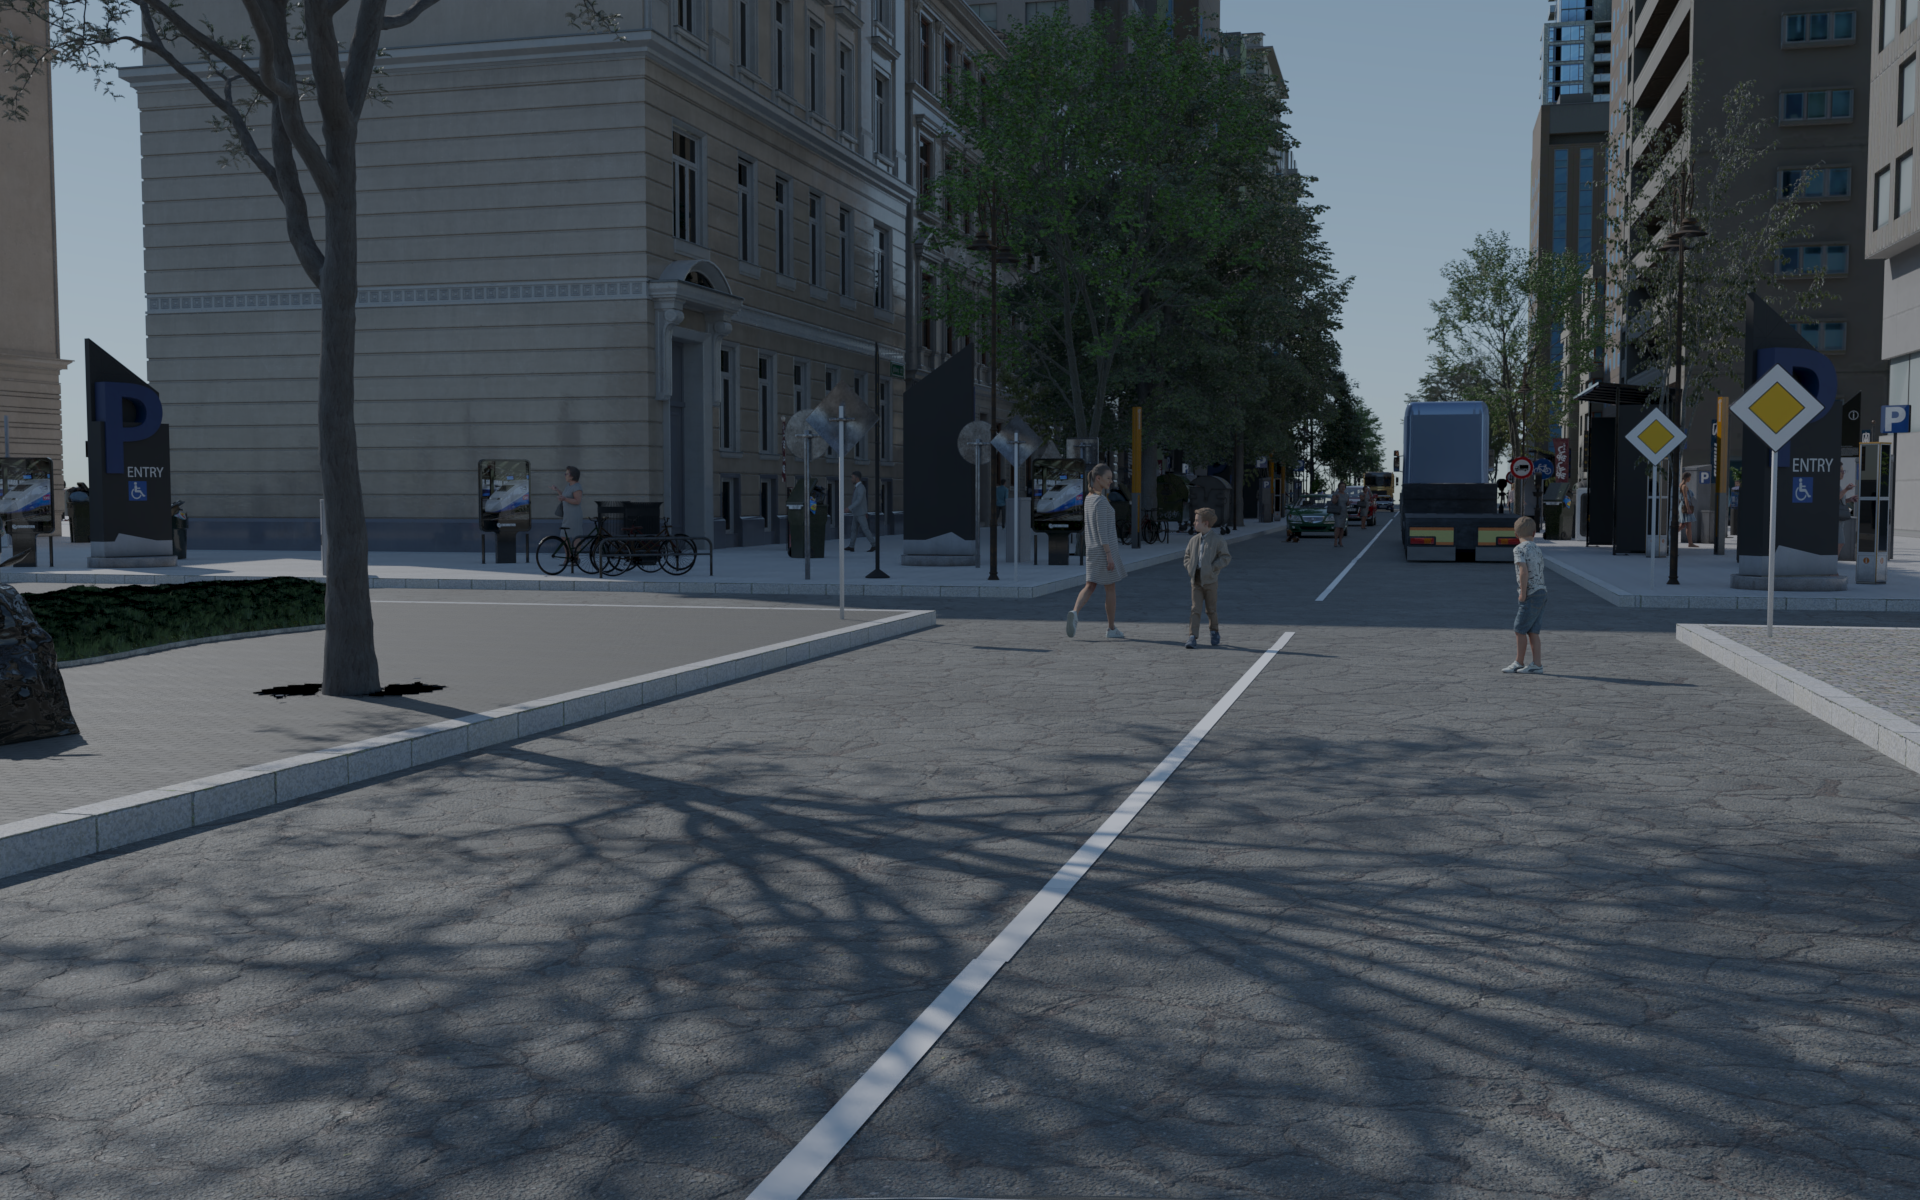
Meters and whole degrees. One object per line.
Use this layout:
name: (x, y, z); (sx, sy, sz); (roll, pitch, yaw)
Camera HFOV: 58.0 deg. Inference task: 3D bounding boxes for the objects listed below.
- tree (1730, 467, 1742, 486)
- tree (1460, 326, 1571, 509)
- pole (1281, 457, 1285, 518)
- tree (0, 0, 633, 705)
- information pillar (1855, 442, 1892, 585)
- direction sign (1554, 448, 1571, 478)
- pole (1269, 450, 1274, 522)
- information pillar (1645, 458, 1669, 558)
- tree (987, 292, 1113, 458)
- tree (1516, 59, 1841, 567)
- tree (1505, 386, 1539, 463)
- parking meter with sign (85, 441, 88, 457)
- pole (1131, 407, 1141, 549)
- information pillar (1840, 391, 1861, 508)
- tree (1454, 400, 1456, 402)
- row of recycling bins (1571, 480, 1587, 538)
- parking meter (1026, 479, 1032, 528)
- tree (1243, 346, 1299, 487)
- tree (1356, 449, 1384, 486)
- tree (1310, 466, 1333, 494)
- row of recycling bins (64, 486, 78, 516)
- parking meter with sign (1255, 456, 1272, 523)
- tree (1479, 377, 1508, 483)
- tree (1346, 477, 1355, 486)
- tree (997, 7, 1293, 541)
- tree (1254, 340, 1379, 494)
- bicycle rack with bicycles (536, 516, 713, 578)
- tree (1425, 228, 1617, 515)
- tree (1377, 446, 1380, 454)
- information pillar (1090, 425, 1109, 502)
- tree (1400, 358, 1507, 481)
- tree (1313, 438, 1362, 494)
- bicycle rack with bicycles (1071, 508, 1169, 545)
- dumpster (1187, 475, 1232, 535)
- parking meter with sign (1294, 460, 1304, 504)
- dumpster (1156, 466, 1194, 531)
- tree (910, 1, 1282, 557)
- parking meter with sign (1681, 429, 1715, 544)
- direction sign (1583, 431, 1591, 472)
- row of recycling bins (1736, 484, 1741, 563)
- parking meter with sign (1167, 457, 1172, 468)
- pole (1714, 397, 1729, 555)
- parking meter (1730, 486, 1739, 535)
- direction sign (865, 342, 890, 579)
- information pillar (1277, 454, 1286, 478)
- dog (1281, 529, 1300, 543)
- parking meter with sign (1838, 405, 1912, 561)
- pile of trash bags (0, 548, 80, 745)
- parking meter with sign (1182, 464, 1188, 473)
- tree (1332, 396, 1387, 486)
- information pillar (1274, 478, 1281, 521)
tree: (29.934, -4.344, 65.633); (1.663, 3.219, 1.824); (0, 3, 0)
tree: (24.383, -7.611, 74.799); (4.737, 8.622, 4.395); (0, 3, 0)
pole: (17.438, -6.099, 93.559); (0.158, 3.312, 0.155); (0, 3, 0)
tree: (-4.071, -6.143, 10.807); (12.009, 13.543, 11.850); (0, 3, 0)
information pillar: (13.000, -1.233, 24.651); (0.304, 2.012, 0.304); (-2, 4, -34)
direction sign: (29.664, -5.707, 85.305); (0.876, 3.537, 0.379); (-1, 4, -13)
pole: (14.234, -5.221, 79.201); (0.158, 3.312, 0.155); (0, 3, 0)
information pillar: (14.041, -1.858, 34.875); (0.304, 2.012, 0.304); (-3, 5, -39)
tree: (3.120, -6.520, 56.967); (4.737, 8.622, 4.395); (0, 3, 0)
tree: (12.851, -4.901, 30.489); (4.360, 8.622, 3.978); (0, 3, 0)
tree: (42.135, -14.177, 142.166); (12.009, 13.543, 11.850); (0, 3, 0)
parking meter with sign: (-27.640, -3.703, 56.810); (1.738, 3.016, 0.543); (0, 4, -3)
pole: (4.143, -2.862, 40.642); (0.158, 3.312, 0.155); (0, 3, 0)
information pillar: (20.182, -2.937, 39.368); (0.504, 3.616, 0.183); (1, 4, 13)
tree: (27.761, -8.560, 90.315); (4.737, 8.622, 4.395); (0, 3, 0)
row of recycling bins: (18.646, -2.704, 51.317); (1.069, 1.692, 3.534); (1, 4, 20)
parking meter: (2.707, -3.628, 65.028); (0.255, 1.863, 0.399); (-3, 5, -43)
tree: (14.959, -8.208, 84.570); (4.737, 8.622, 4.395); (0, 3, 0)
tree: (52.043, -17.916, 227.332); (8.767, 10.594, 7.601); (-2, 4, -30)
tree: (24.465, -7.583, 118.591); (1.663, 3.219, 1.824); (0, 3, 0)
row of recycling bins: (-52.206, -5.783, 101.668); (1.069, 1.692, 3.534); (-3, 4, -36)
parking meter with sign: (13.753, -5.013, 78.231); (0.543, 3.016, 1.738); (0, 4, -2)
tree: (32.461, -9.503, 105.734); (4.360, 8.622, 3.978); (0, 3, 0)
tree: (36.608, -10.364, 164.054); (1.663, 3.219, 1.824); (0, 3, 0)
tree: (5.063, -8.587, 47.049); (9.857, 13.997, 8.962); (0, 3, 0)
tree: (25.452, -12.746, 125.399); (9.611, 12.733, 9.660); (0, 3, 0)
bicycle rack with bicycles: (-5.285, -0.870, 27.612); (2.925, 0.926, 2.852); (-2, 4, -25)
tree: (22.012, -8.732, 68.530); (9.928, 11.665, 9.643); (0, 3, 0)
tree: (57.515, -17.993, 244.540); (4.360, 8.622, 3.978); (0, 3, 0)
information pillar: (4.320, -3.853, 54.344); (0.504, 3.616, 0.183); (-1, 4, -19)
tree: (45.953, -15.534, 160.638); (9.857, 13.997, 8.962); (0, 3, 0)
tree: (29.974, -11.563, 139.418); (4.360, 8.622, 3.978); (0, 3, 0)
bicycle rack with bicycles: (4.349, -1.928, 44.904); (2.925, 0.926, 2.852); (-3, 5, -42)
dumpster: (7.877, -2.993, 54.697); (1.264, 1.857, 1.865); (1, 4, 15)
parking meter with sign: (17.645, -5.747, 90.229); (0.543, 3.016, 1.738); (1, 4, 11)
dumpster: (7.274, -3.514, 59.944); (1.502, 2.255, 1.985); (1, 4, 15)
tree: (2.688, -6.729, 35.774); (9.928, 11.665, 9.643); (0, 3, 0)
parking meter with sign: (19.240, -2.999, 45.289); (0.543, 3.016, 1.738); (-1, 4, -13)
direction sign: (22.687, -4.270, 61.819); (0.876, 3.537, 0.379); (0, 4, 6)
row of recycling bins: (14.617, -1.453, 30.864); (1.069, 1.692, 3.534); (1, 4, 15)
parking meter with sign: (8.926, -5.152, 80.498); (1.738, 3.016, 0.543); (-1, 4, -10)
pole: (16.024, -2.606, 36.458); (0.158, 3.312, 0.155); (0, 3, 0)
parking meter: (24.169, -2.779, 53.853); (0.372, 1.533, 0.369); (0, 3, 0)
direction sign: (-1.259, -2.101, 26.346); (0.379, 3.537, 0.876); (0, 4, -1)
information pillar: (18.135, -6.510, 97.792); (0.504, 3.616, 0.183); (1, 4, 15)
dog: (9.777, -1.897, 51.201); (0.550, 0.427, 0.748); (1, 4, 10)
parking meter with sign: (17.646, -2.278, 33.507); (1.738, 3.016, 0.543); (-2, 4, -35)
pile of trash bags: (-6.045, 0.107, 7.999); (1.912, 1.369, 3.447); (1, 4, 20)
parking meter with sign: (12.194, -6.240, 98.278); (1.738, 3.016, 0.543); (-2, 4, -34)
tree: (45.418, -17.283, 200.706); (7.486, 12.596, 7.792); (0, 3, 0)
information pillar: (14.942, -4.708, 81.463); (0.304, 2.012, 0.304); (1, 4, 14)
